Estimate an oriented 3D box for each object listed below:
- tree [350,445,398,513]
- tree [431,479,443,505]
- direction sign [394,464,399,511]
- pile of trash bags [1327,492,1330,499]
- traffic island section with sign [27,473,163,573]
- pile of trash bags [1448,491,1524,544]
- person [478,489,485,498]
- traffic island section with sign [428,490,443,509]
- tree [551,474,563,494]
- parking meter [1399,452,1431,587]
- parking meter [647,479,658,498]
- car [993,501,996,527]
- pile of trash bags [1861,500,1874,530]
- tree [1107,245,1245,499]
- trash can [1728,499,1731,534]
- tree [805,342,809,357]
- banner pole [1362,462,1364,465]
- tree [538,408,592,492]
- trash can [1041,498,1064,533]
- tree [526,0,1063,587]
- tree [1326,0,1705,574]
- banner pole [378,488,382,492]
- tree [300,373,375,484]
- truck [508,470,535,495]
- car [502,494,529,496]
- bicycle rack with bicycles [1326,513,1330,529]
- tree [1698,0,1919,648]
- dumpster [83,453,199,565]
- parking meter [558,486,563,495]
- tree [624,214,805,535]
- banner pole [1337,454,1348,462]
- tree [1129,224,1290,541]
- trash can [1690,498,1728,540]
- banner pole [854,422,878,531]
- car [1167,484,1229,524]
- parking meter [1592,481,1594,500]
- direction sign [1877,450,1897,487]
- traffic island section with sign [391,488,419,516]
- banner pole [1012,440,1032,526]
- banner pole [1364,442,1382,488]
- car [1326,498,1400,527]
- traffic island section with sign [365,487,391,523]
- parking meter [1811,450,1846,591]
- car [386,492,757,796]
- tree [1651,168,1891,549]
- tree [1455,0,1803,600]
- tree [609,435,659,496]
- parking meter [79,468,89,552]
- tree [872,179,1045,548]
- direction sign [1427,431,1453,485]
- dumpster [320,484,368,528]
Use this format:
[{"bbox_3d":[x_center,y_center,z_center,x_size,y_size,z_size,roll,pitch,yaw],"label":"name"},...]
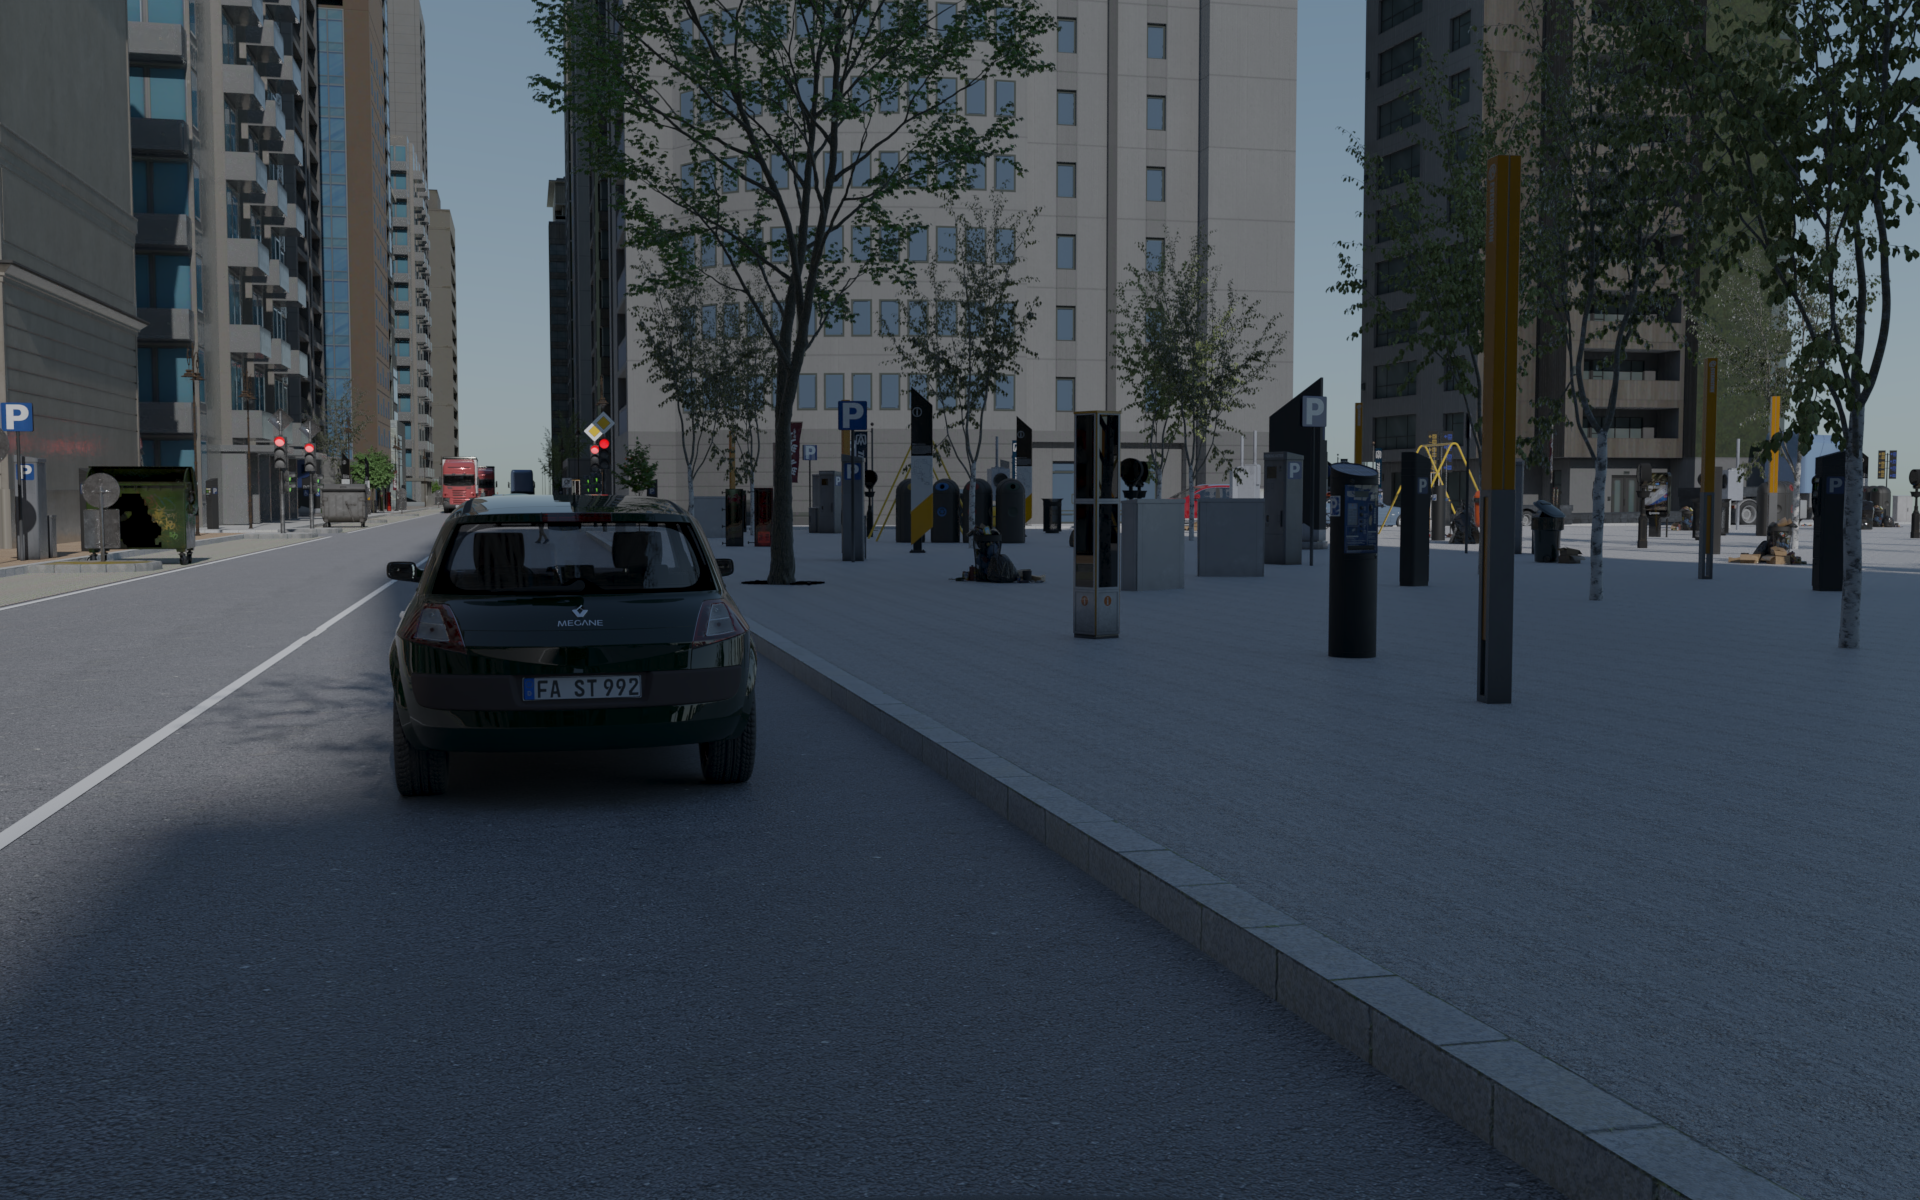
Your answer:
[{"bbox_3d":[-39.338,-8.089,115.967,4.285,4.588,4.351,0,3,0],"label":"tree"},{"bbox_3d":[-65.783,-13.613,217.172,1.663,3.219,1.824,0,3,0],"label":"tree"},{"bbox_3d":[-42.654,-8.500,130.967,0.379,3.537,0.876,-2,4,-26],"label":"direction sign"},{"bbox_3d":[32.160,-8.855,154.539,3.447,1.369,1.912,1,4,15],"label":"pile of trash bags"},{"bbox_3d":[-16.019,-1.442,32.201,1.989,1.847,2.006,-1,4,-14],"label":"traffic island section with sign"},{"bbox_3d":[13.518,-2.132,44.616,1.912,1.369,3.447,1,4,19],"label":"pile of trash bags"},{"bbox_3d":[-34.077,-7.015,123.363,0.590,1.801,0.661,-1,4,-18],"label":"person"},{"bbox_3d":[-48.478,-9.337,161.291,1.989,1.847,2.006,-1,4,-14],"label":"traffic island section with sign"},{"bbox_3d":[-35.373,-9.757,154.126,1.663,3.219,1.824,0,3,0],"label":"tree"},{"bbox_3d":[6.350,-1.128,24.147,0.399,1.863,0.255,-3,4,-37],"label":"parking meter"},{"bbox_3d":[-11.918,-3.753,67.079,0.399,1.863,0.255,0,4,0],"label":"parking meter"},{"bbox_3d":[0.453,-3.508,67.575,3.980,1.641,2.015,-1,4,-13],"label":"car"},{"bbox_3d":[31.886,-3.224,62.471,1.912,1.369,3.447,2,4,31],"label":"pile of trash bags"},{"bbox_3d":[6.233,-6.236,52.321,4.737,8.622,4.395,0,3,0],"label":"tree"},{"bbox_3d":[23.399,-2.555,53.427,0.748,1.137,0.748,0,3,0],"label":"trash can"},{"bbox_3d":[-6.670,-6.309,53.512,4.360,8.622,3.978,0,3,0],"label":"tree"},{"bbox_3d":[22.737,-6.561,97.297,0.401,3.779,0.863,3,5,41],"label":"banner pole"},{"bbox_3d":[-33.391,-12.068,147.679,4.737,8.622,4.395,0,3,0],"label":"tree"},{"bbox_3d":[3.018,-2.751,56.630,0.748,1.137,0.748,0,3,0],"label":"trash can"},{"bbox_3d":[-2.361,-6.026,24.274,9.928,11.665,9.643,0,3,0],"label":"tree"},{"bbox_3d":[8.131,-4.708,27.335,4.737,8.622,4.395,0,3,0],"label":"tree"},{"bbox_3d":[-43.385,-8.532,129.514,0.863,3.779,0.401,2,4,33],"label":"banner pole"},{"bbox_3d":[-37.401,-9.412,104.240,4.360,8.622,3.978,0,3,0],"label":"tree"},{"bbox_3d":[-46.621,-11.938,184.941,2.967,4.110,18.799,-1,4,-15],"label":"truck"},{"bbox_3d":[-19.778,-4.000,77.202,2.131,1.459,4.920,-1,4,-15],"label":"car"},{"bbox_3d":[12.081,-2.973,61.992,2.925,0.926,2.852,-2,4,-24],"label":"bicycle rack with bicycles"},{"bbox_3d":[7.204,-3.910,14.290,4.737,8.622,4.395,0,3,0],"label":"tree"},{"bbox_3d":[-16.409,-1.822,34.735,1.985,2.255,1.502,-1,4,-15],"label":"dumpster"},{"bbox_3d":[-30.689,-7.807,133.356,0.399,1.863,0.255,0,4,-4],"label":"parking meter"},{"bbox_3d":[-7.006,-5.834,45.755,4.360,8.622,3.978,0,3,0],"label":"tree"},{"bbox_3d":[23.680,-7.191,107.588,0.863,3.779,0.401,0,4,-1],"label":"banner pole"},{"bbox_3d":[6.480,-5.917,47.111,4.360,8.622,3.978,0,3,0],"label":"tree"},{"bbox_3d":[20.615,-2.221,47.962,0.748,1.137,0.748,0,3,0],"label":"trash can"},{"bbox_3d":[-3.295,-4.313,60.538,0.863,3.779,0.401,0,4,2],"label":"banner pole"},{"bbox_3d":[9.540,-3.613,67.753,5.304,1.827,2.281,-1,4,-15],"label":"car"},{"bbox_3d":[24.585,-3.732,66.722,0.399,1.863,0.255,0,4,-5],"label":"parking meter"},{"bbox_3d":[47.896,-5.965,89.524,0.876,3.537,0.379,1,4,14],"label":"direction sign"},{"bbox_3d":[-36.239,-6.359,112.599,1.989,1.847,2.006,-1,4,-14],"label":"traffic island section with sign"},{"bbox_3d":[2.514,-4.930,70.627,0.863,3.779,0.401,1,4,10],"label":"banner pole"},{"bbox_3d":[19.937,-5.686,82.989,0.863,3.779,0.401,-3,4,-36],"label":"banner pole"},{"bbox_3d":[16.487,-3.614,71.094,4.499,1.417,2.014,-1,4,-12],"label":"car"},{"bbox_3d":[-29.589,-4.743,86.176,1.989,1.847,2.006,-1,4,-14],"label":"traffic island section with sign"},{"bbox_3d":[11.494,-1.051,22.895,0.399,1.863,0.255,0,4,6],"label":"parking meter"},{"bbox_3d":[-2.210,0.002,9.752,2.009,1.686,4.222,-1,4,-14],"label":"car"},{"bbox_3d":[19.331,-5.502,40.319,4.360,8.622,3.978,0,3,0],"label":"tree"},{"bbox_3d":[7.872,-4.311,20.845,4.360,8.622,3.978,0,3,0],"label":"tree"},{"bbox_3d":[-10.762,-3.836,57.327,1.663,3.219,1.824,0,3,0],"label":"tree"},{"bbox_3d":[-19.417,-2.015,38.652,0.399,1.863,0.255,2,4,27],"label":"parking meter"},{"bbox_3d":[0.197,-5.540,40.939,4.360,8.622,3.978,0,3,0],"label":"tree"},{"bbox_3d":[17.268,-4.303,62.358,0.876,3.537,0.379,0,4,7],"label":"direction sign"},{"bbox_3d":[-26.027,-3.979,73.277,1.865,1.857,1.264,-1,4,-13],"label":"dumpster"}]
